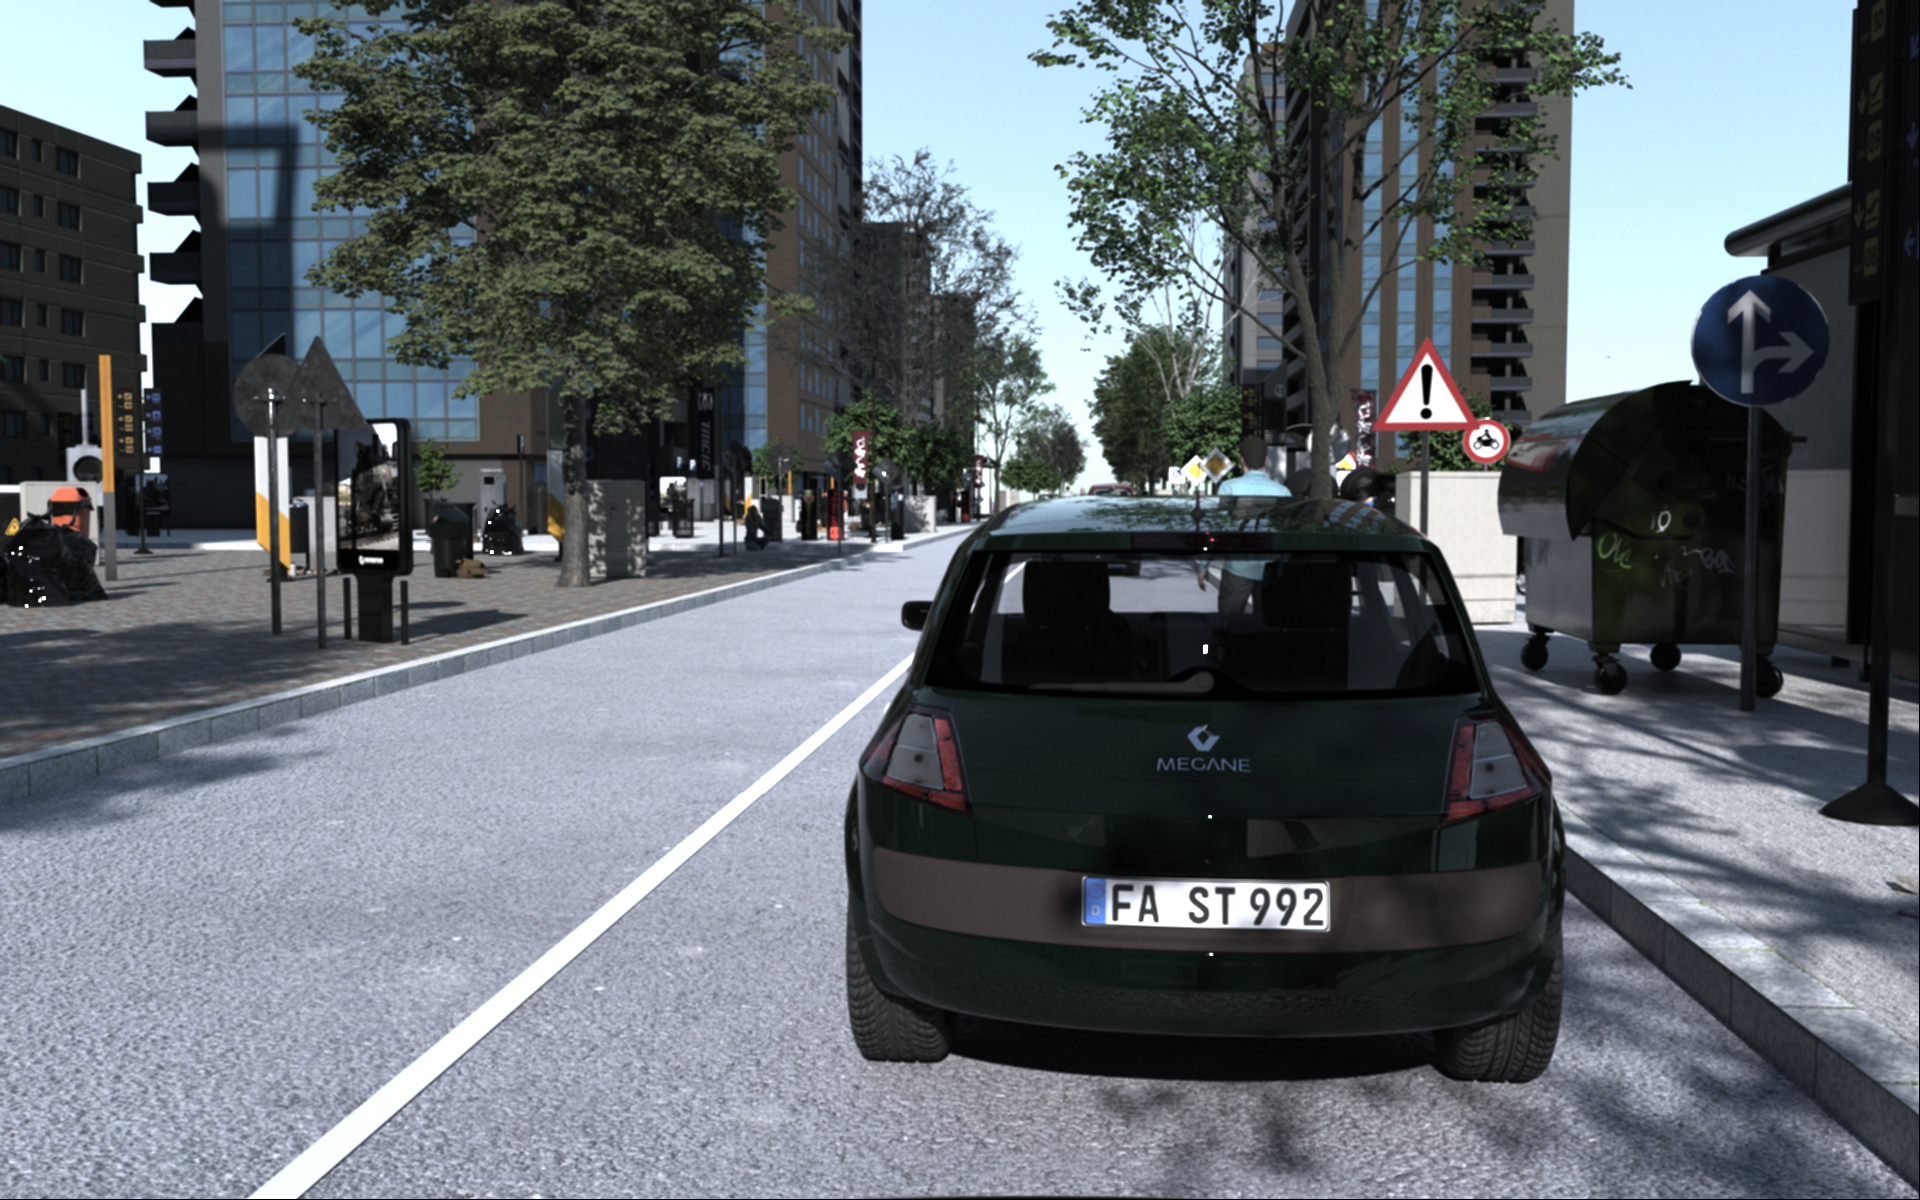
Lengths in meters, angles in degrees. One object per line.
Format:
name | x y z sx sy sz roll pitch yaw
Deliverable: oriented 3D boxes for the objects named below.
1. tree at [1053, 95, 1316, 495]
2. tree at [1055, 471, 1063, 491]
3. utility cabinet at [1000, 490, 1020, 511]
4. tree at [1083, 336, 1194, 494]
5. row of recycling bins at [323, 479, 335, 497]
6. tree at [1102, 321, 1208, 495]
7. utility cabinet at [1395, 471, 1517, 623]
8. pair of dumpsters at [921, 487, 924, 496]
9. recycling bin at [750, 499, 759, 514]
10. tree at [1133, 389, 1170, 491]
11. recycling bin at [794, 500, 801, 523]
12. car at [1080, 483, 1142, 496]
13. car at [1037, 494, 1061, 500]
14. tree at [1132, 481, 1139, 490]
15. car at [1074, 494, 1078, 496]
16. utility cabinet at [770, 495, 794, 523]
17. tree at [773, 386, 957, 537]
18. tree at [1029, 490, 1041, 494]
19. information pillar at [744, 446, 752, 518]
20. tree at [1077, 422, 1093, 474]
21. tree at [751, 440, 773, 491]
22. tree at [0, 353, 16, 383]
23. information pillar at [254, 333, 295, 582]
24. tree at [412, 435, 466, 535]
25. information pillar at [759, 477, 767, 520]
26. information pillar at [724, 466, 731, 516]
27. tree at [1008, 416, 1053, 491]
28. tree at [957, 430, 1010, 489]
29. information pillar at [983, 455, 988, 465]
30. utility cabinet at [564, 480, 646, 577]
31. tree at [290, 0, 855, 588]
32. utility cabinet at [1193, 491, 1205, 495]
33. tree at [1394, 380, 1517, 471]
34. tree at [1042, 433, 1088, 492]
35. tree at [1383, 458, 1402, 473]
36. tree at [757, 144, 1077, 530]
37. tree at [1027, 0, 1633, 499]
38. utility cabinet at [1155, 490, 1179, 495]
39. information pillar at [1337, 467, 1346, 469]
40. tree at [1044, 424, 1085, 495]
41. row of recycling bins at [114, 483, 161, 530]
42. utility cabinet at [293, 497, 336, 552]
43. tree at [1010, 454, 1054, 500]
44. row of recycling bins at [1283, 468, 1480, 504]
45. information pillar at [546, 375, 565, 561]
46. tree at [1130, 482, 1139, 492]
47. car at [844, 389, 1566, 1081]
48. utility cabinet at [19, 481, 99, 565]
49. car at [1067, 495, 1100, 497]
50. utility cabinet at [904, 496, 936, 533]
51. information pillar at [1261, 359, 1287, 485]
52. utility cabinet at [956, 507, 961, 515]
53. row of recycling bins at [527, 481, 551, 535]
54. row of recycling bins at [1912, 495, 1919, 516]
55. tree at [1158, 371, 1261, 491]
tree | 10.660 -13.786 81.295 12.611 20.169 13.585 0 3 0
tree | 6.154 -9.926 145.996 4.285 4.588 4.351 0 3 0
utility cabinet | 3.297 -6.314 111.912 1.173 1.500 0.318 -2 4 -35
tree | 14.463 -14.126 137.609 9.857 13.997 8.962 0 3 0
row of recycling bins | -16.296 -2.439 46.991 3.534 1.692 1.069 3 5 45
tree | 13.174 -11.999 114.316 7.486 12.596 7.792 0 3 0
utility cabinet | 4.864 -0.509 17.009 1.173 1.500 0.318 -1 4 -15
pair of dumpsters | -2.800 -5.289 88.963 1.574 2.255 4.437 0 4 5
recycling bin | -9.354 -4.185 80.981 0.722 1.027 0.722 1 4 10
tree | 13.701 -10.516 122.295 4.737 8.622 4.395 0 3 0
recycling bin | -7.377 -4.016 78.216 0.722 1.027 0.722 3 4 36
car | 5.384 -3.237 61.599 2.281 1.827 5.304 0 4 4
car | 5.189 -5.364 99.493 2.131 1.459 4.920 0 4 4
tree | 22.953 -16.794 224.943 4.360 8.622 3.978 0 3 0
car | 14.755 -12.378 214.379 2.014 1.417 4.499 0 4 4
utility cabinet | -7.955 -4.056 77.478 1.020 1.237 0.306 1 4 13
tree | -2.793 -4.205 52.459 4.285 4.588 4.351 0 3 0
tree | 7.259 -10.485 166.023 1.663 3.219 1.824 0 3 0
information pillar | -10.253 -5.654 83.793 0.183 3.616 0.504 -3 5 -44
tree | 12.308 -19.409 227.707 12.009 13.543 11.850 0 3 0
tree | -10.518 -7.045 98.891 4.285 4.588 4.351 0 3 0
tree | -5.832 -0.848 8.472 1.663 3.219 1.824 0 3 0
information pillar | -9.990 -2.068 25.168 0.183 3.616 0.504 3 4 39
tree | -16.731 -3.670 54.610 1.663 3.219 1.824 0 3 0
information pillar | -8.635 -4.362 75.805 0.304 2.012 0.304 -1 4 -16
information pillar | -13.642 -6.742 101.593 0.183 3.616 0.504 2 4 28
tree | 6.362 -12.377 152.733 4.360 8.622 3.978 0 3 0
tree | -0.955 -5.324 70.763 4.285 4.588 4.351 0 3 0
information pillar | 1.446 -6.936 104.762 0.504 3.616 0.183 0 4 8
utility cabinet | -5.418 -1.087 26.452 1.173 1.500 0.318 -1 4 -23
tree | -5.365 -6.475 23.995 7.486 12.596 7.792 0 3 0
utility cabinet | 16.150 -6.615 116.827 0.318 1.500 1.173 3 4 38
tree | 14.399 -4.076 50.355 4.285 4.588 4.351 0 3 0
tree | 15.368 -19.891 259.626 8.767 10.594 7.601 1 4 16
tree | 23.298 -6.011 92.881 1.663 3.219 1.824 0 3 0
tree | -1.982 -9.241 61.453 12.009 13.543 11.850 0 3 0
tree | 4.656 -5.889 22.033 9.928 11.665 9.643 0 3 0
utility cabinet | 10.071 -4.635 84.454 1.173 1.500 0.318 -2 4 -25
information pillar | 10.263 -2.603 47.055 0.304 2.012 0.304 2 4 33
tree | 16.323 -21.789 274.378 7.486 12.596 7.792 0 3 0
row of recycling bins | -30.113 -3.488 64.136 1.069 1.692 3.534 1 4 18
utility cabinet | -14.339 -1.685 38.708 1.020 1.237 0.306 -3 5 -40
tree | 4.681 -9.475 138.628 4.285 4.588 4.351 0 3 0
row of recycling bins | 6.818 -1.239 27.367 3.534 1.692 1.069 -1 4 -13
information pillar | -7.662 -2.554 33.115 0.183 3.616 0.504 3 5 42
tree | 24.404 -15.384 246.125 1.663 3.219 1.824 0 3 0
car | 0.730 0.250 5.697 2.009 1.686 4.222 0 4 6
utility cabinet | -15.803 -1.328 30.393 0.318 1.500 1.173 3 5 42
car | 2.458 -1.213 31.835 2.014 1.417 4.499 0 4 6
utility cabinet | -1.317 -2.829 57.408 1.020 1.237 0.306 1 4 13
information pillar | 5.442 -2.364 30.005 0.504 3.616 0.183 -1 4 -23
utility cabinet | 0.339 -5.991 109.115 1.020 1.237 0.306 2 4 33
row of recycling bins | -11.996 -2.949 55.336 3.534 1.692 1.069 -1 4 -21
row of recycling bins | 13.851 -0.985 23.222 1.069 1.692 3.534 0 4 6
tree | 6.967 -3.839 46.483 4.285 4.588 4.351 0 3 0
